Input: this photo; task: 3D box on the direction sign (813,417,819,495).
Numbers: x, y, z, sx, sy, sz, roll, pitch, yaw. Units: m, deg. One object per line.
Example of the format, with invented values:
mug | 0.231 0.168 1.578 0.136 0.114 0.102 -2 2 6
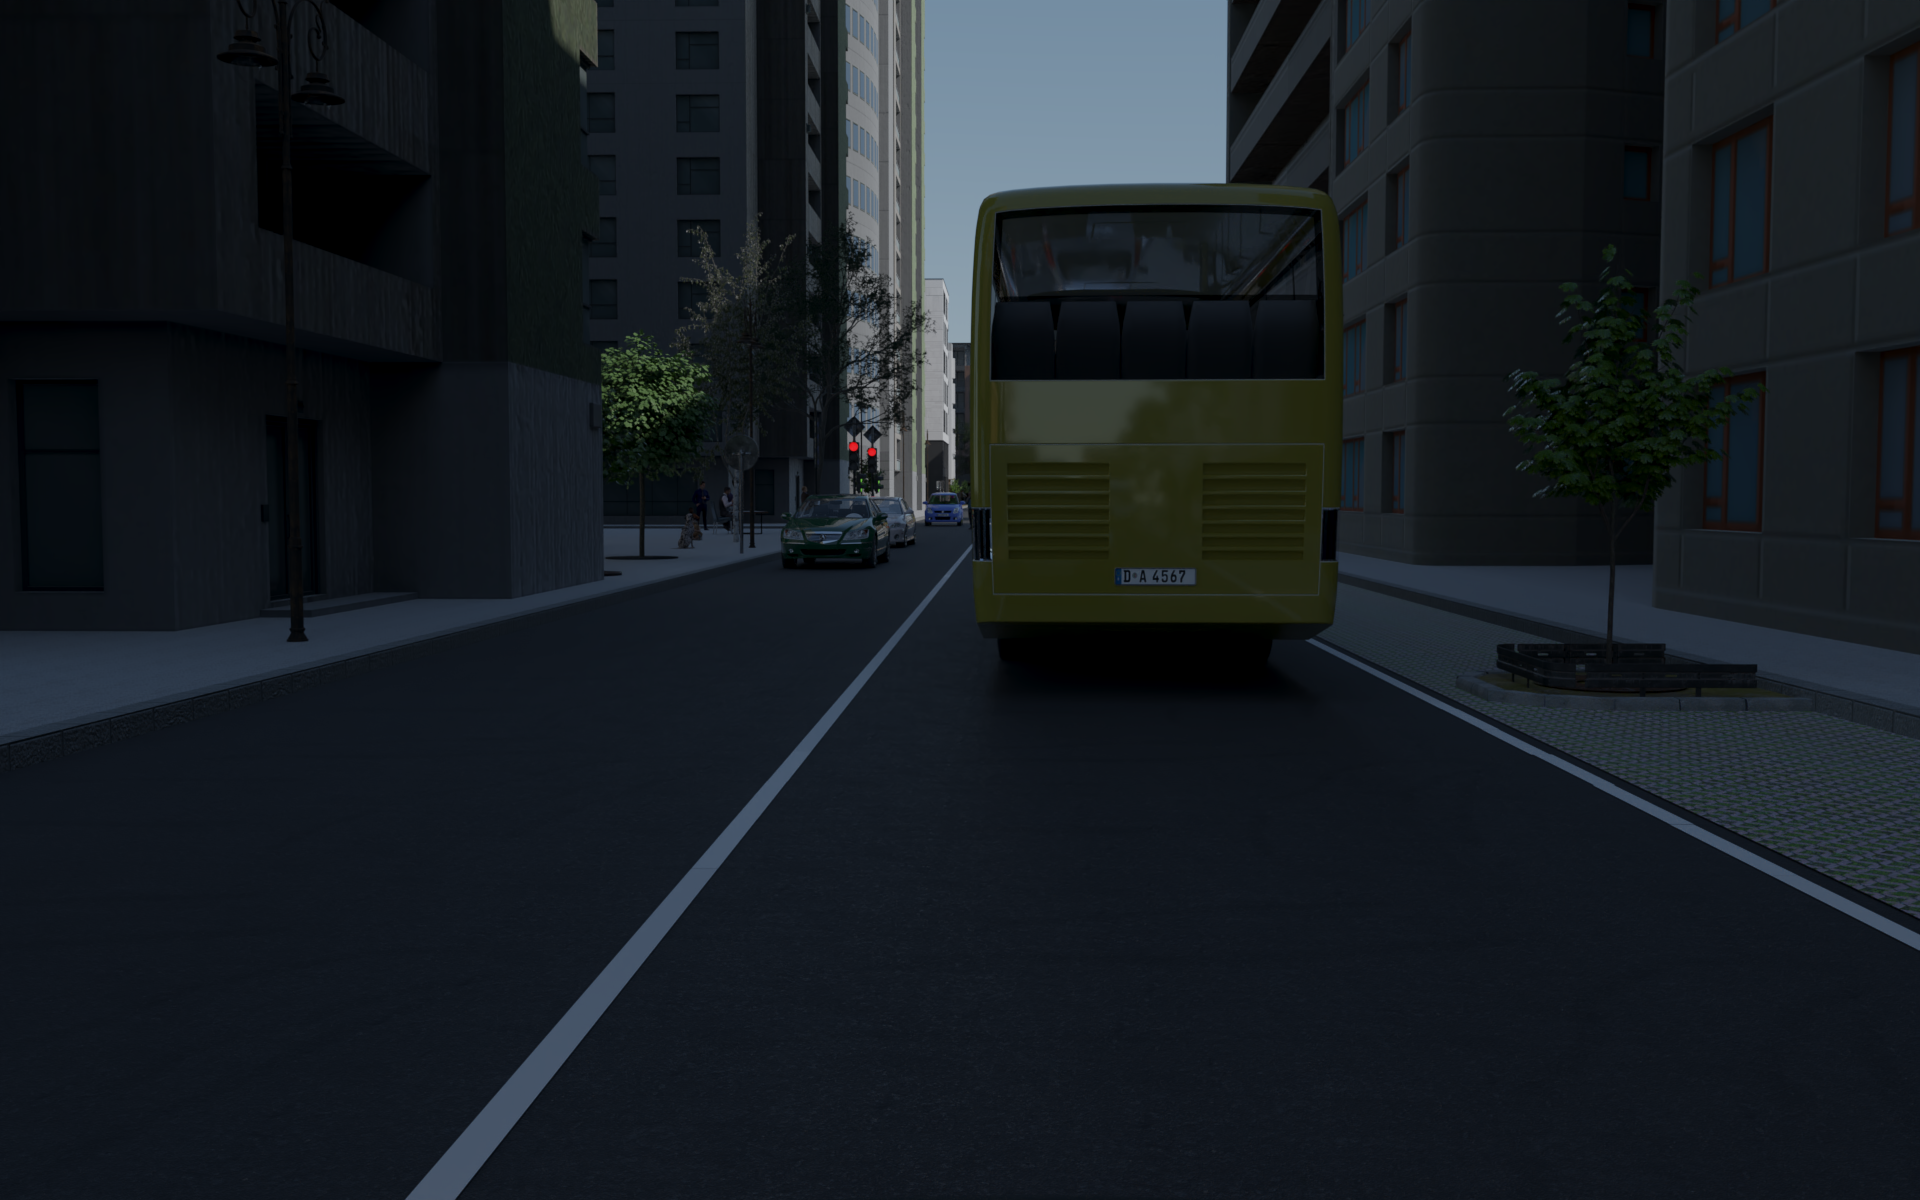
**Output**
direction sign | -4.241 -3.616 51.119 0.379 3.537 0.876 0 4 4

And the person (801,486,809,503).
person | -5.273 -3.138 59.624 0.388 1.546 0.482 -2 4 -26

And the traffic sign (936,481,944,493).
traffic sign | -1.527 -8.091 134.410 0.606 2.300 0.079 0 4 2

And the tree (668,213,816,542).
tree | -5.951 -5.856 46.110 4.360 8.622 3.978 0 3 0

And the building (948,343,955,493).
building | -8.544 -20.768 195.975 16.016 20.091 11.380 0 4 2

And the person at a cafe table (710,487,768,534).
person at a cafe table | -7.155 -2.876 55.530 1.622 1.524 1.698 -1 4 -21

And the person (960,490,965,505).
person | 0.302 -12.358 208.809 0.721 1.735 1.217 -1 4 -22

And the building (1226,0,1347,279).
building | 19.576 -26.002 48.838 21.300 48.544 21.600 0 4 2

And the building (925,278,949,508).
building | -15.588 -19.478 162.445 27.936 21.610 32.646 0 4 2

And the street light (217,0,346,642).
street light | -5.770 -2.576 14.907 0.468 5.910 1.993 0 4 2

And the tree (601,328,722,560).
tree | -6.401 -3.094 34.306 4.285 4.588 4.351 0 3 0

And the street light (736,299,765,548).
street light | -4.955 -4.180 41.139 0.468 5.910 1.993 0 4 2

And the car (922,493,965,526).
car | -0.724 -4.233 78.805 1.945 1.707 3.694 0 4 1

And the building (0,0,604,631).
building | -12.557 -15.086 18.351 14.160 30.474 14.107 0 4 2

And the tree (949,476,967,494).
tree | -0.518 -11.835 188.105 1.663 3.219 1.824 0 3 0

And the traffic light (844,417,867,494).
traffic light | -3.787 -4.495 62.417 0.839 4.253 0.868 0 4 2

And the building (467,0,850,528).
building | -12.652 -18.711 77.629 14.160 30.474 14.107 0 4 2

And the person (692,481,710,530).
person | -9.090 -3.323 61.076 0.576 1.737 0.504 -3 5 -41

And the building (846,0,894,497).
building | -15.249 -34.005 97.986 21.231 58.520 28.212 0 4 2

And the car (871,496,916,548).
car | -2.262 -2.174 47.901 2.083 1.381 4.827 0 4 4

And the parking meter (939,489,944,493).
parking meter | -1.510 -8.379 142.704 0.399 1.863 0.255 1 4 19

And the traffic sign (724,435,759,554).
traffic sign | -4.705 -2.272 37.251 0.768 2.556 0.104 0 4 7

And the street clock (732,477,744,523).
street clock | -8.940 -3.990 69.801 0.471 2.002 0.358 0 4 -1

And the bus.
bus | 1.657 -1.603 17.759 2.896 3.916 12.252 0 4 3

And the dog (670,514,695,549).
dog | -6.550 -1.613 40.746 0.800 0.831 0.513 -2 4 -33

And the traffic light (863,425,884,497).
traffic light | -3.534 -4.983 70.398 0.839 4.253 0.868 0 4 2

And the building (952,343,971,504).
building | 4.576 -24.465 243.974 32.646 21.610 27.936 0 4 2

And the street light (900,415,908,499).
street light | -3.159 -7.599 97.031 0.468 5.910 1.993 0 4 2

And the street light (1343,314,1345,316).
street light | 7.400 -3.812 35.108 0.468 5.910 1.993 0 4 2

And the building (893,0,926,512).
building | -10.051 -27.524 133.618 14.154 41.232 14.086 0 4 2

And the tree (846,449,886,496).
tree | -4.056 -4.881 74.407 1.663 3.219 1.824 0 3 0

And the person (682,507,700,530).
person | -9.210 -2.787 59.893 0.859 0.850 0.655 -3 4 -37

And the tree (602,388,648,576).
tree | -5.724 -1.997 27.259 1.663 3.219 1.824 0 3 0

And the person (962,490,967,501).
person | 0.392 -12.837 216.708 1.217 1.735 0.721 3 5 42

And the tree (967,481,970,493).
tree | 0.529 -13.689 218.413 1.663 3.219 1.824 0 3 0

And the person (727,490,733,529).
person | -8.385 -3.334 62.759 0.569 1.553 0.471 -2 4 -29

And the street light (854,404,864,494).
street light | -4.029 -5.995 70.801 0.468 5.910 1.993 0 4 2

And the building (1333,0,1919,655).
building | 21.837 -10.969 24.376 27.650 21.520 28.899 0 4 2

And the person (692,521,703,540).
person | -7.310 -1.917 47.868 0.381 0.543 0.357 1 4 9

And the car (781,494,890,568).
car | -2.462 -1.421 35.034 2.131 1.459 4.920 0 4 3

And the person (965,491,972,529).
person | 0.471 -3.628 70.038 0.429 1.552 0.499 -2 4 -31

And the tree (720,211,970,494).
tree | -4.464 -7.494 56.939 7.601 10.594 8.767 1 4 15

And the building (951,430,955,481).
building | -14.599 -16.833 217.358 28.070 9.664 9.099 0 4 2

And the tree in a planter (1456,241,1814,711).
tree in a planter | 4.637 -0.920 12.264 1.991 3.239 1.994 0 4 2

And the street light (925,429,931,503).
street light | -2.321 -9.213 123.423 0.468 5.910 1.993 0 4 2
